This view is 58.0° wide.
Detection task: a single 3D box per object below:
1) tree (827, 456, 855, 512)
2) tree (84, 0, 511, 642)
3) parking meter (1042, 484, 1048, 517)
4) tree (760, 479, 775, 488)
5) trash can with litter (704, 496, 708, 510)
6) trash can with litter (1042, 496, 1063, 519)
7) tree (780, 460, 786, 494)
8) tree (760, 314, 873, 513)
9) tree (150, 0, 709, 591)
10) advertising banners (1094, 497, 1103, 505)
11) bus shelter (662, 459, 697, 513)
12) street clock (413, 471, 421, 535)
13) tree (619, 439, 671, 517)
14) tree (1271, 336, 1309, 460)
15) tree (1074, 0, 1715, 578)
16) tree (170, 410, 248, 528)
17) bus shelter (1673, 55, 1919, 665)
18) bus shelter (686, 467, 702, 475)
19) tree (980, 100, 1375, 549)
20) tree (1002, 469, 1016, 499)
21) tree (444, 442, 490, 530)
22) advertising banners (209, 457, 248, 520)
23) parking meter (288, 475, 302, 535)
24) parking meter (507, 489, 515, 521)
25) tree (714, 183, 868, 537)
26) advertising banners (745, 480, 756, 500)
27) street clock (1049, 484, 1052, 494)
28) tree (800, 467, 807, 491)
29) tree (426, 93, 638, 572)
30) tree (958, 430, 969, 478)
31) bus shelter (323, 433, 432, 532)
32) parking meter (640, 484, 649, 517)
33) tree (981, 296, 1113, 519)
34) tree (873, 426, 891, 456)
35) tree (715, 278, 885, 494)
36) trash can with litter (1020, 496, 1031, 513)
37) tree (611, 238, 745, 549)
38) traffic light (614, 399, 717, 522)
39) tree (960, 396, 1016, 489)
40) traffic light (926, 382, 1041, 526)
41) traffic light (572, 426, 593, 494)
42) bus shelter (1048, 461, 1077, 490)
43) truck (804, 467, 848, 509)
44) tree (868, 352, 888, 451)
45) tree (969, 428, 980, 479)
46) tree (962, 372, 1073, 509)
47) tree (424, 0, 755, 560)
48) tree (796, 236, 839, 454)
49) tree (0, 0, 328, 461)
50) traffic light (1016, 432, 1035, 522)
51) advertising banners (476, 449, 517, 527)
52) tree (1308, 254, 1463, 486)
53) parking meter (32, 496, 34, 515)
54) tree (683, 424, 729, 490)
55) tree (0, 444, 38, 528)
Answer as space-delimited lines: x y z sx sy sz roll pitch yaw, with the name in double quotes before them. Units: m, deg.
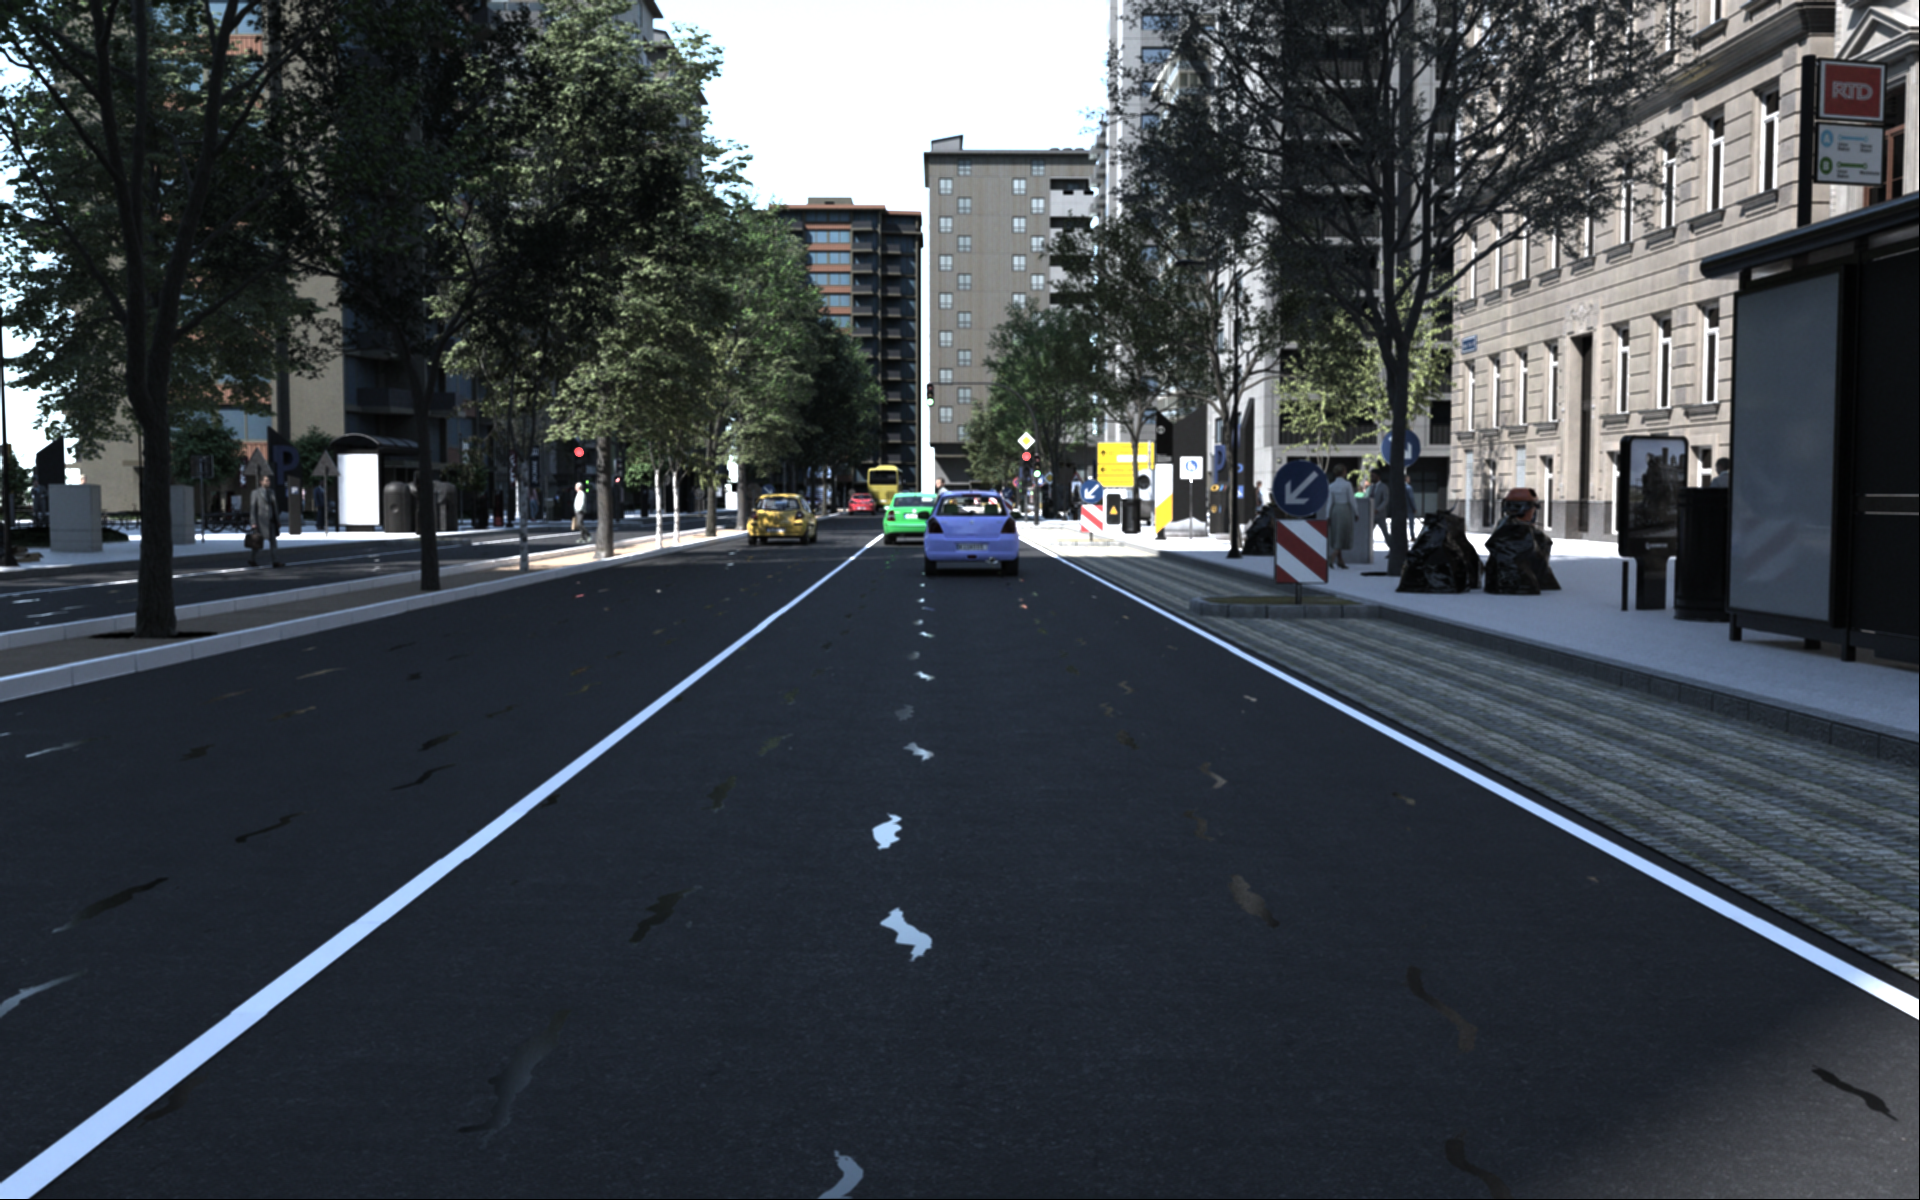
"tree" -9.073 -11.190 135.768 4.360 8.622 3.978 0 3 0
"tree" -7.907 -5.418 16.790 9.928 11.665 9.643 0 3 0
"parking meter" 4.791 -5.612 97.474 0.255 1.863 0.399 2 4 27
"tree" -19.677 -11.114 176.322 1.663 3.219 1.824 0 3 0
"trash can with litter" -20.624 -7.872 140.090 1.055 1.170 0.624 3 5 39
"trash can with litter" 4.788 -4.747 88.993 1.055 1.170 0.624 -1 4 -10
"tree" -20.279 -20.558 192.013 12.611 20.169 13.585 0 3 0
"tree" -8.763 -8.827 81.194 8.767 10.594 7.601 0 4 -1
"tree" -7.819 -5.431 25.672 8.767 10.594 7.601 0 4 -1
"advertising banners" 6.201 -4.375 67.724 2.074 3.025 0.090 1 4 15
"bus shelter" -19.277 -7.864 119.851 1.731 3.624 6.357 0 4 -1
"street clock" -16.818 -3.012 53.820 0.358 2.002 0.471 -2 4 -30
"tree" -18.082 -7.065 99.231 4.285 4.588 4.351 0 3 0
"tree" 13.399 -6.943 63.881 4.737 8.622 4.395 0 3 0
"tree" 6.810 -7.125 26.860 12.009 13.543 11.850 0 3 0
"tree" -29.094 -5.059 66.431 4.285 4.588 4.351 0 3 0
"bus shelter" 7.564 -2.200 13.599 2.179 5.291 8.768 0 4 -1
"bus shelter" -20.130 -8.214 128.222 2.014 3.302 5.546 0 4 -1
"tree" 6.329 -6.507 40.797 8.767 10.594 7.601 -3 4 -38
"tree" 4.200 -12.778 159.280 4.737 8.622 4.395 0 3 0
"tree" -17.526 -4.161 62.627 1.663 3.219 1.824 0 3 0
"advertising banners" -34.330 -5.208 81.342 2.074 3.025 0.090 1 4 10
"parking meter" -20.809 -2.967 54.222 0.399 1.863 0.255 -1 4 -22
"parking meter" -21.255 -4.498 81.955 0.372 1.533 0.369 0 3 0
"tree" -8.157 -7.879 57.033 9.928 11.665 9.643 0 3 0
"advertising banners" -18.567 -9.586 152.911 0.090 3.025 2.074 2 4 30
"street clock" 6.070 -7.010 119.176 0.471 2.002 0.358 -2 4 -24
"tree" -19.633 -17.046 229.063 4.360 8.622 3.978 0 3 0
"tree" -8.023 -4.831 31.799 4.360 8.622 3.978 0 3 0
"tree" 5.040 -12.378 136.792 7.601 10.594 8.767 1 4 22
"bus shelter" -20.210 -4.070 60.470 2.014 3.302 5.546 0 4 -1
"parking meter" -17.533 -5.539 96.278 0.399 1.863 0.255 -2 4 -30
"tree" 4.952 -10.085 90.647 9.928 11.665 9.643 0 3 0
"tree" -9.299 -11.790 129.635 8.767 10.594 7.601 0 4 -1
"tree" -8.753 -10.419 89.820 9.611 12.733 9.660 0 3 0
"trash can with litter" 4.400 -6.324 114.783 0.624 1.170 1.055 -2 4 -28
"tree" -8.155 -5.923 49.661 4.737 8.622 4.395 0 3 0
"traffic light" -13.384 -6.341 78.347 4.771 5.953 1.251 0 4 -1
"tree" 3.889 -17.255 200.247 7.486 12.596 7.792 0 3 0
"traffic light" 1.002 -5.855 70.394 4.771 5.953 1.251 0 4 -1
"traffic light" -15.367 -4.977 70.300 0.839 4.253 0.868 0 4 -1
"bus shelter" 7.354 -8.153 124.578 1.731 3.624 6.357 0 4 -1
"truck" -12.420 -10.665 164.133 2.967 4.110 18.799 0 4 1
"tree" -8.433 -10.489 99.709 9.928 11.665 9.643 0 3 0
"tree" 5.571 -7.510 57.206 7.601 10.594 8.767 -1 4 -22
"tree" 4.961 -14.080 147.224 9.611 12.733 9.660 0 3 0
"tree" -7.880 -7.175 37.903 7.486 12.596 7.792 0 3 0
"tree" -8.613 -8.980 67.404 7.486 12.596 7.792 0 3 0
"tree" -17.695 -7.367 38.576 7.486 12.596 7.792 0 3 0
"traffic light" 2.985 -5.482 78.548 0.839 4.253 0.868 0 4 -1
"advertising banners" -18.117 -4.381 67.824 2.074 3.025 0.090 2 4 25
"tree" 13.373 -6.250 52.557 4.737 8.622 4.395 0 3 0
"parking meter" -42.256 -4.337 79.321 0.372 1.533 0.369 0 3 0
"tree" -19.507 -11.335 135.690 4.360 8.622 3.978 0 3 0
"tree" -36.392 -4.409 66.694 1.663 3.219 1.824 0 3 0
